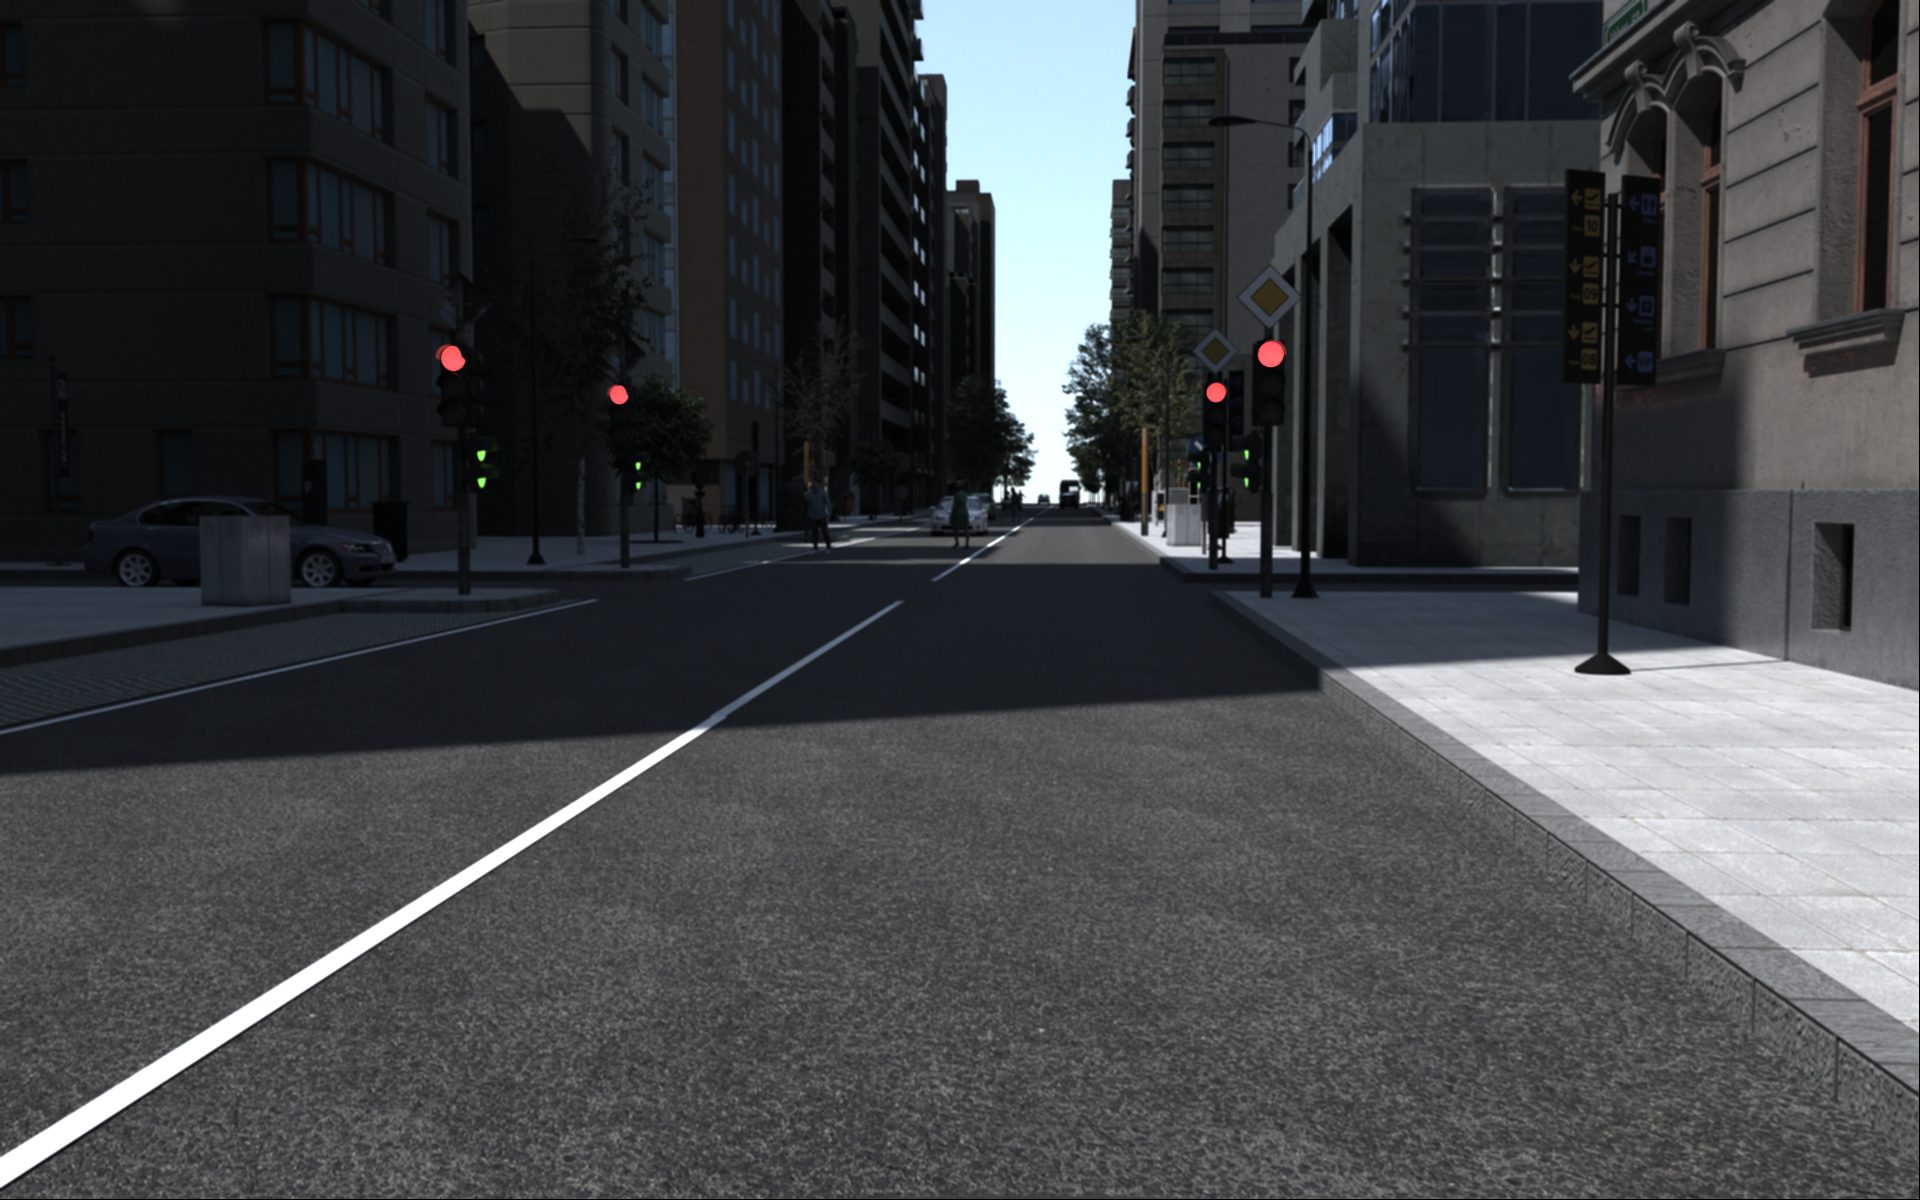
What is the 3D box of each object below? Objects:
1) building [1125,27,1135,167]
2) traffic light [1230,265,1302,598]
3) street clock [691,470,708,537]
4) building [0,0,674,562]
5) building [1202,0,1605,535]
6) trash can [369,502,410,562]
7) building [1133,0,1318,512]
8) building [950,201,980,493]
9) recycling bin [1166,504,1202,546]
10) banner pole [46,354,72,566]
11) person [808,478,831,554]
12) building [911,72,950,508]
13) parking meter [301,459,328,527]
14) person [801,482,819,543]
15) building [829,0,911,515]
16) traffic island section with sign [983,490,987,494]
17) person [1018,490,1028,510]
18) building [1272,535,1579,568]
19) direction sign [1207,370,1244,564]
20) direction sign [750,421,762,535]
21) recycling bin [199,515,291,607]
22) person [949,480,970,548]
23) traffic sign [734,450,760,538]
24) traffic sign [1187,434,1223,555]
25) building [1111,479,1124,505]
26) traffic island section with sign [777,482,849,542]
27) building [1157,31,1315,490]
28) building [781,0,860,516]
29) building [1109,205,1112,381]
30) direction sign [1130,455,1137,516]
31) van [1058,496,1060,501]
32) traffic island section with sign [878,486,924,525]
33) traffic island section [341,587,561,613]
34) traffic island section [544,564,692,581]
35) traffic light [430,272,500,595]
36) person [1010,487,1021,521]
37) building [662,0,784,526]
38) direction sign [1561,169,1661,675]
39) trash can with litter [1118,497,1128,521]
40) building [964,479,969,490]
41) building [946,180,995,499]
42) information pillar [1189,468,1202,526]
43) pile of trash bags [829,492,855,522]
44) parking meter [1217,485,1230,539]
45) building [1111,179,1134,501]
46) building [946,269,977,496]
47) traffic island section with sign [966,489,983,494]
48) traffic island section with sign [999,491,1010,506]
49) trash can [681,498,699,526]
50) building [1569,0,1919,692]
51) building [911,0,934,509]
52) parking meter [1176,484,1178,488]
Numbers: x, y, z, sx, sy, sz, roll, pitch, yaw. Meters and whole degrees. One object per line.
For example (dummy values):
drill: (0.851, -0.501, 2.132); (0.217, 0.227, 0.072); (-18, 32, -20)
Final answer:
building: (26.690, -31.034, 162.028); (22.147, 44.769, 28.867); (0, 4, 4)
traffic light: (3.778, -1.985, 21.378); (0.839, 4.253, 0.868); (0, 4, 4)
street clock: (-7.693, -2.853, 51.220); (0.471, 2.002, 0.358); (-3, 5, -42)
building: (-24.776, -12.341, 46.814); (27.650, 21.520, 28.899); (0, 4, 4)
building: (22.750, -46.427, 71.757); (22.319, 86.520, 31.000); (0, 4, 4)
trash can: (-10.730, -1.283, 32.626); (0.748, 1.137, 0.748); (0, 3, 0)
building: (23.892, -36.105, 132.320); (21.231, 58.520, 28.212); (0, 4, 4)
building: (-4.604, -33.806, 236.321); (14.154, 41.232, 14.086); (0, 4, 4)
recycling bin: (5.534, -1.851, 42.812); (0.722, 1.027, 0.722); (0, 4, -8)
banner pole: (-16.196, -2.519, 31.195); (0.401, 3.779, 0.863); (0, 4, -6)
person: (-3.342, -2.018, 41.506); (0.660, 1.820, 0.620); (1, 4, 21)
building: (-8.706, -29.392, 164.155); (14.154, 41.232, 14.086); (0, 4, 4)
parking meter: (-10.961, -1.450, 29.421); (0.399, 1.863, 0.255); (2, 4, 33)
person: (-4.355, -2.557, 50.733); (0.576, 1.772, 0.534); (0, 4, -6)
building: (-14.862, -30.111, 116.019); (21.300, 48.544, 21.600); (0, 4, 4)
traffic island section with sign: (2.205, -8.984, 155.510); (1.989, 1.847, 2.006); (0, 4, 4)
person: (5.593, -9.309, 160.705); (1.348, 1.824, 0.705); (-1, 4, -9)
building: (23.162, -44.361, 37.975); (31.000, 86.520, 22.319); (0, 4, 4)
direction sign: (4.892, -2.447, 32.008); (0.379, 3.537, 0.876); (-3, 5, -39)
direction sign: (-6.397, -3.803, 54.175); (0.379, 3.537, 0.876); (-1, 4, -17)
recycling bin: (-8.306, -0.464, 20.141); (0.722, 1.027, 0.722); (2, 4, 25)
person: (0.017, -2.259, 45.679); (0.529, 1.795, 0.600); (3, 5, 43)
traffic sign: (-6.205, -3.076, 50.400); (0.768, 2.556, 0.104); (0, 4, 4)
traffic sign: (5.174, -2.232, 36.607); (0.768, 2.556, 0.104); (1, 4, 10)
building: (34.205, -31.496, 206.835); (32.217, 40.220, 23.993); (0, 4, 4)
traffic island section with sign: (-4.405, -2.681, 52.467); (1.989, 1.847, 2.006); (0, 4, 4)
building: (19.813, -20.830, 112.273); (14.160, 30.474, 14.107); (0, 4, 4)
building: (-13.561, -19.983, 98.423); (14.160, 30.474, 14.107); (0, 4, 4)
building: (32.470, -36.286, 247.897); (22.147, 44.769, 28.867); (0, 4, 4)
direction sign: (10.199, -6.723, 101.916); (0.379, 3.537, 0.876); (-1, 4, -16)
van: (14.914, -14.563, 245.109); (2.013, 2.044, 4.112); (0, 4, 2)
traffic island section with sign: (-2.683, -4.327, 79.367); (1.989, 1.847, 2.006); (0, 4, 4)
traffic island section: (-6.353, 0.008, 22.145); (2.009, 0.180, 2.903); (0, 4, 4)
traffic island section: (-5.841, -0.479, 30.113); (2.009, 0.180, 2.903); (0, 4, 4)
traffic light: (-6.313, -2.024, 22.008); (0.839, 4.253, 0.868); (0, 4, 4)
person: (2.858, -5.026, 91.019); (0.721, 1.781, 0.623); (-1, 4, -23)
building: (-15.848, -26.046, 75.958); (14.600, 45.320, 14.200); (0, 4, 4)
direction sign: (4.618, -1.244, 12.344); (0.876, 3.537, 0.379); (-2, 4, -25)
trash can with litter: (7.859, -4.395, 83.242); (0.624, 1.170, 1.055); (0, 4, 0)
building: (-15.194, -31.315, 203.876); (32.217, 40.220, 23.993); (0, 4, 4)
building: (-2.112, -36.726, 250.576); (14.600, 45.320, 14.200); (0, 4, 4)
information pillar: (6.713, -2.748, 49.428); (0.304, 2.012, 0.304); (2, 4, 24)
pile of trash bags: (-6.287, -4.320, 80.381); (3.447, 1.369, 1.912); (-3, 5, -43)
parking meter: (7.579, -2.539, 49.916); (0.372, 1.533, 0.369); (0, 3, 0)
building: (26.786, -33.225, 226.819); (14.154, 41.232, 14.086); (0, 4, 4)
building: (-5.149, -27.577, 222.585); (14.160, 30.474, 14.107); (0, 4, 4)
traffic island section with sign: (0.464, -7.326, 128.413); (1.989, 1.847, 2.006); (0, 4, 4)
traffic island section with sign: (5.839, -12.441, 212.030); (1.989, 1.847, 2.006); (0, 4, 4)
trash can: (-10.763, -3.511, 69.054); (0.748, 1.137, 0.748); (0, 3, 0)
building: (12.201, -13.400, 6.474); (14.401, 28.519, 23.554); (0, 4, 4)
building: (-14.666, -31.952, 142.023); (23.786, 49.044, 30.456); (0, 4, 4)
parking meter: (12.839, -5.859, 101.502); (0.255, 1.863, 0.399); (2, 4, 23)
